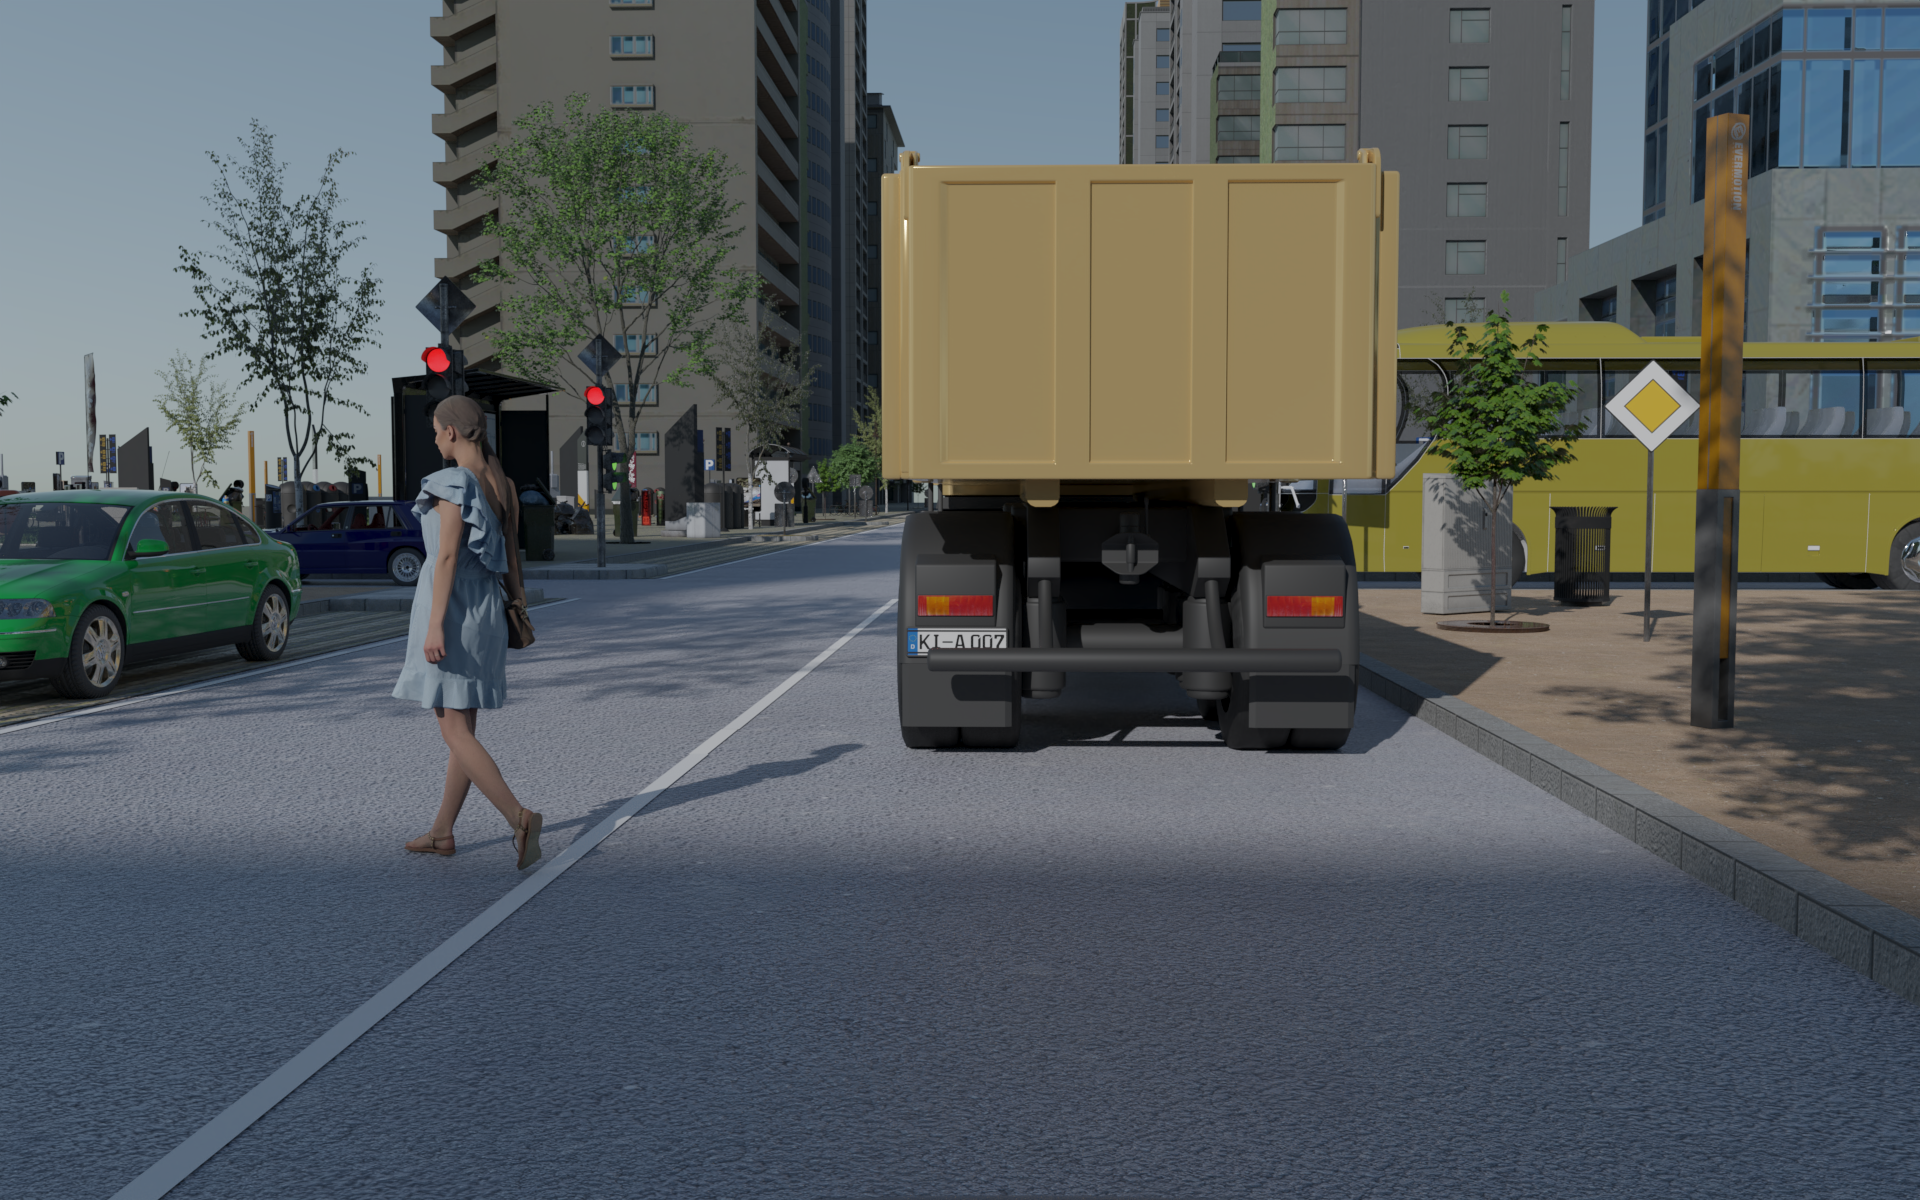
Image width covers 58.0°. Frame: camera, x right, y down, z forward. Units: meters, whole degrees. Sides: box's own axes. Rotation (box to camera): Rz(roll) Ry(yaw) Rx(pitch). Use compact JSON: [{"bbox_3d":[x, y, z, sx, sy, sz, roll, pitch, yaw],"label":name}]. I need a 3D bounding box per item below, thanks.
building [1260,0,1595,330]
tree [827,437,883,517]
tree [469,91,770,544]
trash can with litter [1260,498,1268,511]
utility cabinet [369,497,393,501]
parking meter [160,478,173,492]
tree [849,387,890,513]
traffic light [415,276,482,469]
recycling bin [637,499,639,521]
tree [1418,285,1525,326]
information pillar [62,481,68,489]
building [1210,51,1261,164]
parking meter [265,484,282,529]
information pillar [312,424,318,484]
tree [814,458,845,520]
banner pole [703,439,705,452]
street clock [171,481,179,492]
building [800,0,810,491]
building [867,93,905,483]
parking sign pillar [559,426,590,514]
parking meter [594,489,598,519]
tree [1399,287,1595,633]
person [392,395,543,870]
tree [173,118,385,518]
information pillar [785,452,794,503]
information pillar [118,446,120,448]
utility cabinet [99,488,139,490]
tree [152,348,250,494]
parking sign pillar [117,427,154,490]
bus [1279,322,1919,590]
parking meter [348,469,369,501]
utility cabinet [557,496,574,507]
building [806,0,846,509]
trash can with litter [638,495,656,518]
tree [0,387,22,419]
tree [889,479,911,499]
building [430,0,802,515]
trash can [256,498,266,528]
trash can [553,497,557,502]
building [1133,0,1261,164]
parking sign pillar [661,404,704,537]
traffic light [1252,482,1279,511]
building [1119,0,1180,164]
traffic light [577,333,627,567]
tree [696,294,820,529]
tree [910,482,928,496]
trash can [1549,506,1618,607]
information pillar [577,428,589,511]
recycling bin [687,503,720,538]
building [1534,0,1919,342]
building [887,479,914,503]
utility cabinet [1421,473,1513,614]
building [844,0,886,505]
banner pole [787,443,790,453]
[{"bbox_3d":[21.236,-24.428,82.987,14.154,41.232,14.086,0,4,2],"label":"building"},{"bbox_3d":[-5.934,-6.900,96.522,4.285,4.588,4.351,0,3,0],"label":"tree"},{"bbox_3d":[-8.636,-7.265,44.542,9.928,11.665,9.643,0,3,0],"label":"tree"},{"bbox_3d":[5.942,-1.298,32.277,1.678,1.210,2.233,2,4,27],"label":"trash can with litter"},{"bbox_3d":[-14.776,-2.045,44.594,1.020,1.237,0.306,2,4,34],"label":"utility cabinet"},{"bbox_3d":[-28.086,-3.401,61.321,0.399,1.863,0.255,-1,4,-22],"label":"parking meter"},{"bbox_3d":[-5.109,-10.064,114.910,4.737,8.622,4.395,0,3,0],"label":"tree"},{"bbox_3d":[-6.599,-2.043,22.321,0.839,4.253,0.868,0,4,2],"label":"traffic light"},{"bbox_3d":[-15.760,-4.270,82.366,0.722,1.027,0.722,-3,4,-38],"label":"recycling bin"},{"bbox_3d":[17.212,-6.754,60.788,4.360,8.622,3.978,0,3,0],"label":"tree"},{"bbox_3d":[-48.636,-5.477,94.048,0.304,2.012,0.304,1,4,23],"label":"information pillar"},{"bbox_3d":[23.576,-21.094,116.581,14.160,30.474,14.107,0,4,2],"label":"building"},{"bbox_3d":[-17.080,-2.122,43.100,0.372,1.533,0.369,0,3,0],"label":"parking meter"},{"bbox_3d":[-21.587,-4.076,57.995,0.183,3.616,0.504,-2,4,-31],"label":"information pillar"},{"bbox_3d":[-6.696,-5.527,84.974,1.663,3.219,1.824,0,3,0],"label":"tree"},{"bbox_3d":[-11.895,-5.441,78.972,0.863,3.779,0.401,1,4,22],"label":"banner pole"},{"bbox_3d":[-44.564,-5.732,98.285,0.358,2.002,0.471,2,4,25],"label":"street clock"},{"bbox_3d":[-19.657,-27.636,135.448,14.154,41.232,14.086,0,4,2],"label":"building"},{"bbox_3d":[-22.480,-39.338,232.414,28.713,52.752,27.495,0,4,2],"label":"building"},{"bbox_3d":[-15.410,-4.938,69.212,1.447,3.967,1.447,3,4,37],"label":"parking sign pillar"},{"bbox_3d":[-19.011,-5.050,90.974,0.372,1.533,0.369,0,3,0],"label":"parking meter"},{"bbox_3d":[5.056,-1.323,16.231,1.663,3.219,1.824,0,3,0],"label":"tree"},{"bbox_3d":[-1.875,0.113,6.747,0.778,1.811,0.616,2,4,32],"label":"person"},{"bbox_3d":[-13.161,-5.127,34.184,4.360,8.622,3.978,0,3,0],"label":"tree"},{"bbox_3d":[-9.476,-6.408,96.126,0.504,3.616,0.183,0,4,7],"label":"information pillar"},{"bbox_3d":[-40.519,-5.664,83.958,0.504,3.616,0.183,0,4,-3],"label":"information pillar"},{"bbox_3d":[-28.639,-3.081,59.045,1.173,1.500,0.318,-1,4,-14],"label":"utility cabinet"},{"bbox_3d":[-38.798,-8.432,88.221,4.737,8.622,4.395,0,3,0],"label":"tree"},{"bbox_3d":[-33.234,-4.978,69.856,1.447,3.967,1.447,0,4,5],"label":"parking sign pillar"},{"bbox_3d":[10.652,-2.062,25.262,12.252,3.916,2.896,0,4,1],"label":"bus"},{"bbox_3d":[-12.868,-1.918,37.074,0.399,1.863,0.255,-1,4,-16],"label":"parking meter"},{"bbox_3d":[-13.078,-2.833,57.483,0.306,1.237,1.020,-2,4,-30],"label":"utility cabinet"},{"bbox_3d":[-22.352,-37.604,156.830,21.231,58.520,28.212,0,4,2],"label":"building"},{"bbox_3d":[-16.615,-5.264,97.118,2.233,1.210,1.678,2,4,30],"label":"trash can with litter"},{"bbox_3d":[-9.243,-1.232,14.745,1.663,3.219,1.824,0,3,0],"label":"tree"},{"bbox_3d":[-4.618,-12.326,151.887,4.360,8.622,3.978,0,3,0],"label":"tree"},{"bbox_3d":[-22.698,-30.129,116.313,21.300,48.544,21.600,0,4,2],"label":"building"},{"bbox_3d":[-26.319,-3.295,65.522,0.748,1.137,0.748,0,3,0],"label":"trash can"},{"bbox_3d":[-17.514,-3.866,74.860,0.748,1.137,0.748,0,3,0],"label":"trash can"},{"bbox_3d":[31.663,-41.003,212.397,21.231,58.520,28.212,0,4,2],"label":"building"},{"bbox_3d":[-8.342,-3.912,52.426,1.447,3.967,1.447,3,4,38],"label":"parking sign pillar"},{"bbox_3d":[3.954,-2.018,21.913,0.839,4.253,0.868,0,4,2],"label":"traffic light"},{"bbox_3d":[31.584,-49.763,251.870,20.563,71.187,20.611,0,4,2],"label":"building"},{"bbox_3d":[-6.278,-2.531,30.299,0.839,4.253,0.868,0,4,2],"label":"traffic light"},{"bbox_3d":[-7.396,-6.885,62.925,4.360,8.622,3.978,0,3,0],"label":"tree"},{"bbox_3d":[-3.663,-9.892,156.337,1.663,3.219,1.824,0,3,0],"label":"tree"},{"bbox_3d":[7.141,-0.503,19.873,0.748,1.137,0.748,0,3,0],"label":"trash can"},{"bbox_3d":[-13.419,-4.303,61.713,0.504,3.616,0.183,3,4,38],"label":"information pillar"},{"bbox_3d":[-7.489,-2.326,50.582,0.722,1.027,0.722,2,4,35],"label":"recycling bin"},{"bbox_3d":[32.003,-44.643,42.584,31.000,86.520,22.319,0,4,2],"label":"building"},{"bbox_3d":[-14.226,-29.483,253.745,14.160,30.474,14.107,0,4,2],"label":"building"},{"bbox_3d":[5.476,-0.610,18.646,1.173,1.500,0.318,-3,4,-37],"label":"utility cabinet"},{"bbox_3d":[-19.505,-47.061,207.704,20.563,71.187,20.611,0,4,2],"label":"building"},{"bbox_3d":[-8.418,-5.802,84.884,0.401,3.779,0.863,-1,4,-13],"label":"banner pole"}]
